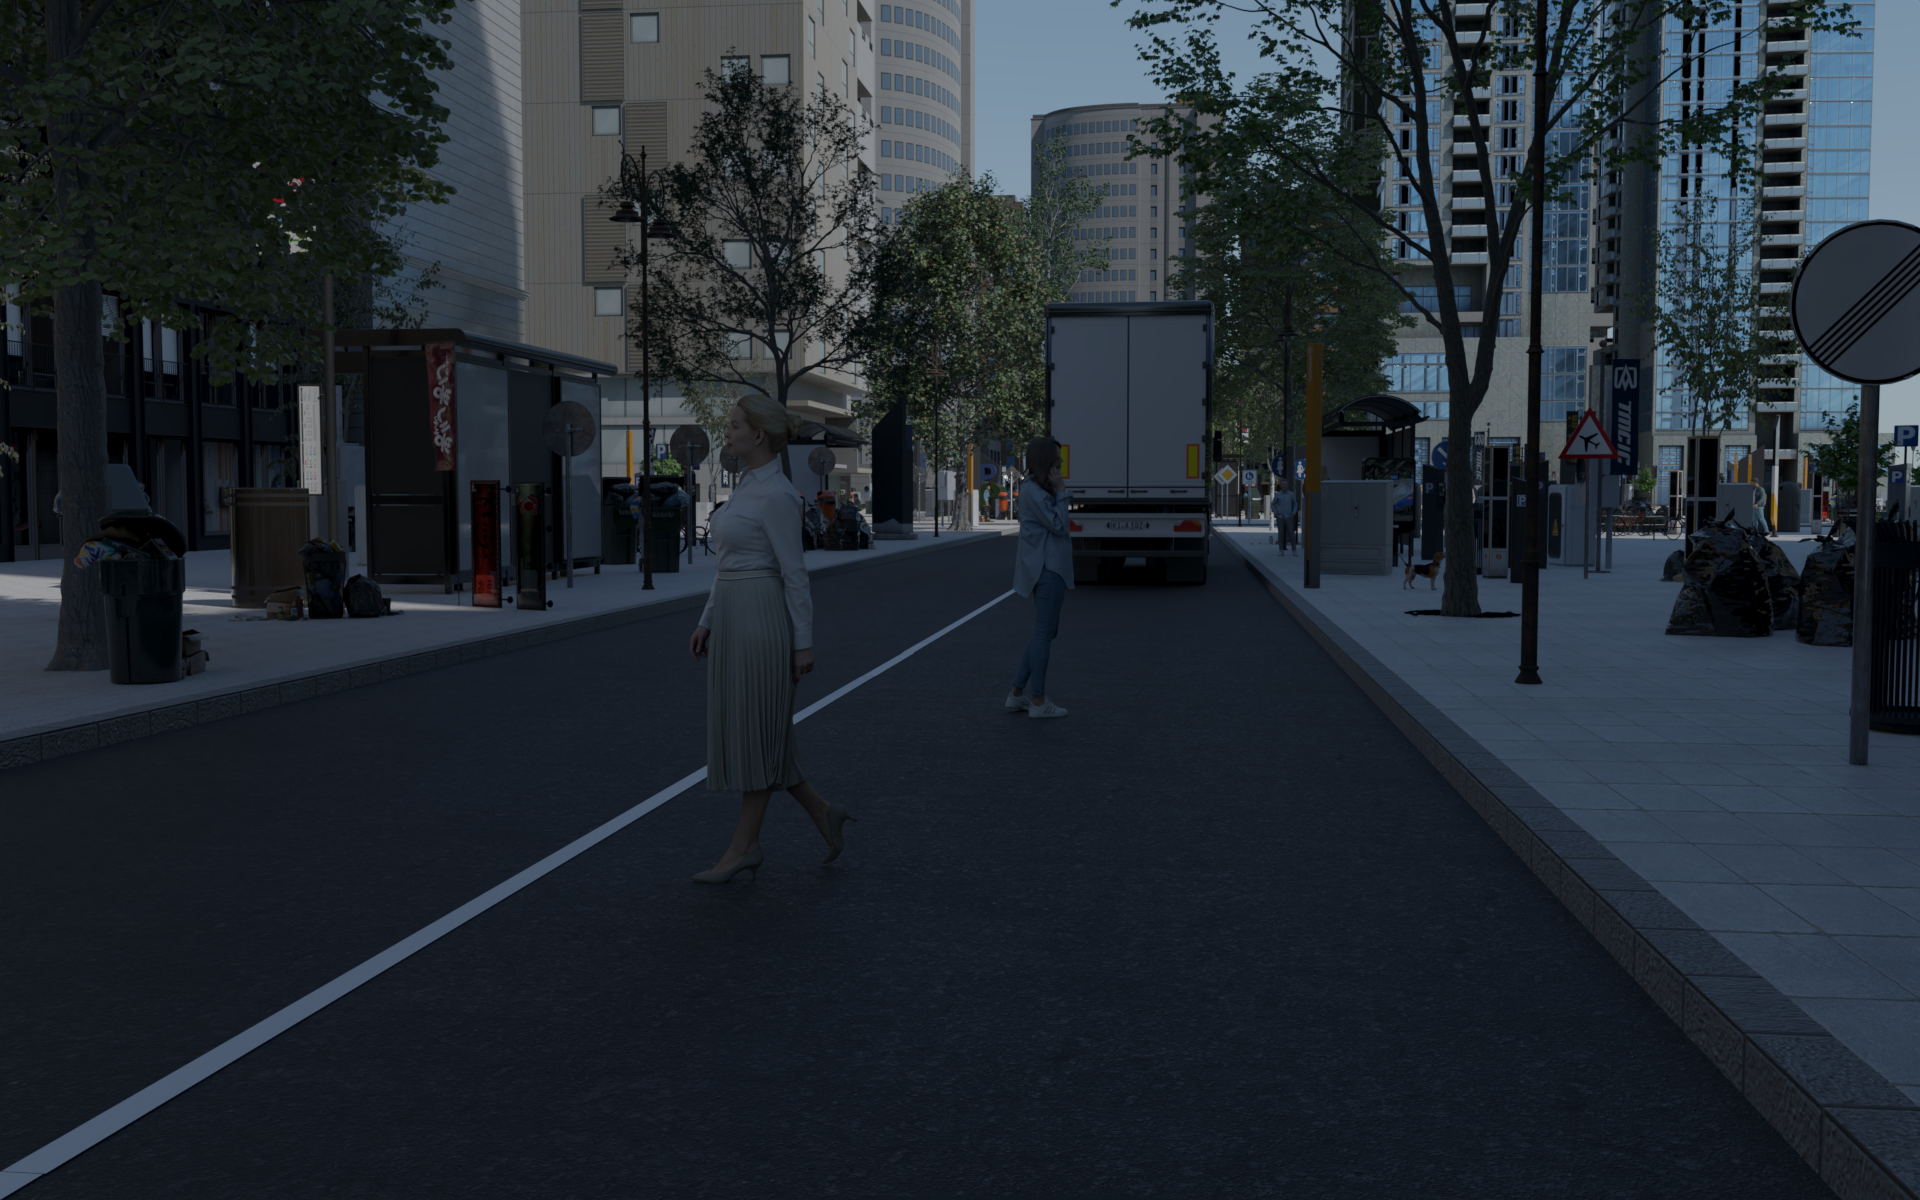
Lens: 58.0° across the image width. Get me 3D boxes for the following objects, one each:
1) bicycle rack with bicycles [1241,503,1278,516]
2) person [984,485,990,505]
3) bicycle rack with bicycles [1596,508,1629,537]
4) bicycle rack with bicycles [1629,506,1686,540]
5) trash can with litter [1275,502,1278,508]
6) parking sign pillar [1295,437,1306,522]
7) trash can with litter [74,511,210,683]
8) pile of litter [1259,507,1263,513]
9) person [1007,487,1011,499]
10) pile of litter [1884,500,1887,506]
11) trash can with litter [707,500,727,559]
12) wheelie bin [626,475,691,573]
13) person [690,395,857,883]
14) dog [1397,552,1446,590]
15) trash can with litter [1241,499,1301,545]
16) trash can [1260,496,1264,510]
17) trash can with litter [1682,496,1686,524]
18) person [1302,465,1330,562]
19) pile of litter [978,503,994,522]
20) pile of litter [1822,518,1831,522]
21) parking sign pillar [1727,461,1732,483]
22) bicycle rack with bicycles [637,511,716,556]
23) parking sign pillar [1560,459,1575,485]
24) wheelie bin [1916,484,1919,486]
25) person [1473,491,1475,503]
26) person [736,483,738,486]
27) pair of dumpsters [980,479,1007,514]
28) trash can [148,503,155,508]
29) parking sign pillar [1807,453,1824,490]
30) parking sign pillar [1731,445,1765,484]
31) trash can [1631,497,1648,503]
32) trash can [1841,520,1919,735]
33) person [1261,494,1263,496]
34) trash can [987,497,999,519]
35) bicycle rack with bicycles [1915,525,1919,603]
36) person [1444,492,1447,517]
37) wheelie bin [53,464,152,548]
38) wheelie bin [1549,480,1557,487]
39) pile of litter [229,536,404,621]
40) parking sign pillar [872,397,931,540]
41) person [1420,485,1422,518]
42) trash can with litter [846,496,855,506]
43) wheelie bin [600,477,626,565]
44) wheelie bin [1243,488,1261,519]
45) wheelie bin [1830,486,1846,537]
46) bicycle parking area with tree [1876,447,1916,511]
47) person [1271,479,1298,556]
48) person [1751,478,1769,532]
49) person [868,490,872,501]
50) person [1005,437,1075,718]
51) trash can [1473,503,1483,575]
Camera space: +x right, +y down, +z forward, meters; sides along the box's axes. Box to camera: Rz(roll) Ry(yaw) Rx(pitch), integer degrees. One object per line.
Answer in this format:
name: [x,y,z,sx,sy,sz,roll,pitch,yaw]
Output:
bicycle rack with bicycles: [17.656,-5.375,101.264,2.925,0.926,2.852,1,4,11]
person: [1.524,-5.685,99.341,0.444,1.785,0.601,3,4,38]
bicycle rack with bicycles: [20.673,-2.454,53.503,2.925,0.926,2.852,-1,4,-13]
bicycle rack with bicycles: [20.699,-2.103,47.772,2.925,0.926,2.852,-2,4,-29]
trash can with litter: [21.480,-6.365,115.448,0.624,1.170,1.055,-2,4,-32]
parking sign pillar: [15.307,-5.522,78.764,1.447,3.967,1.447,-3,5,-42]
trash can with litter: [-5.637,-0.039,12.030,0.624,1.170,1.055,0,4,-7]
pile of litter: [20.467,-6.486,120.012,1.719,0.858,1.176,3,5,41]
person: [3.586,-7.415,127.290,0.620,1.820,0.660,2,4,25]
pile of litter: [68.343,-6.930,127.266,1.176,0.858,1.719,-1,4,-17]
trash can with litter: [-4.084,-1.172,30.554,0.624,1.170,1.055,0,4,0]
wheelie bin: [-4.874,-1.248,28.317,0.980,1.594,0.693,-1,4,-19]
person: [-0.698,0.137,6.487,0.641,1.798,0.478,-1,4,-16]
dog: [6.215,-0.395,23.294,0.540,0.507,0.406,-1,4,-9]
trash can with litter: [8.494,-1.993,43.638,1.678,1.210,2.233,-2,4,-27]
trash can: [21.788,-6.991,125.957,0.748,1.137,0.748,0,3,0]
trash can with litter: [31.031,-3.921,75.169,2.233,1.210,1.678,0,4,0]
person: [6.725,-1.630,32.669,0.580,1.828,0.573,1,4,19]
pile of litter: [0.966,-4.014,79.596,1.176,0.858,1.719,0,4,-5]
pile of litter: [39.106,-3.995,79.276,1.176,0.858,1.719,0,4,-2]
parking sign pillar: [62.308,-9.219,139.194,1.447,3.967,1.447,-1,4,-14]
bicycle rack with bicycles: [-6.536,-1.370,35.783,2.925,0.926,2.852,1,4,23]
parking sign pillar: [29.570,-5.802,83.335,1.447,3.967,1.447,3,4,39]
wheelie bin: [32.285,-3.046,57.703,0.980,1.594,0.693,0,4,-7]
person: [16.356,-3.040,56.026,0.678,1.792,0.850,3,4,39]
person: [-12.219,-5.550,96.148,0.648,1.900,0.474,1,4,13]
pair of dumpsters: [1.983,-6.432,107.661,1.574,2.255,4.437,0,4,7]
trash can: [-63.820,-7.623,136.287,0.748,1.137,0.748,0,3,0]
parking sign pillar: [55.135,-7.534,111.655,1.447,3.967,1.447,-2,4,-34]
parking sign pillar: [43.166,-6.491,94.595,1.447,3.967,1.447,1,4,17]
trash can: [31.178,-4.152,79.543,0.748,1.137,0.748,0,3,0]
trash can: [5.185,0.138,9.398,0.748,1.137,0.748,0,3,0]
person: [33.420,-11.499,194.060,0.705,1.823,1.348,-3,5,-44]
trash can: [1.754,-4.748,89.282,0.748,1.137,0.748,0,3,0]
bicycle rack with bicycles: [12.006,-0.403,19.978,2.925,0.926,2.852,-1,4,-18]
person: [10.936,-1.966,38.197,0.555,1.821,0.388,-1,4,-17]
wheelie bin: [-8.909,-0.615,17.959,0.693,1.594,0.980,2,4,29]
wheelie bin: [13.468,-1.945,39.709,0.693,1.594,0.980,-1,4,-12]
pile of litter: [-6.712,-0.250,18.059,1.719,0.858,1.176,-1,4,-16]
parking sign pillar: [-1.900,-3.678,48.611,1.447,3.967,1.447,-3,5,-44]
person: [24.187,-5.175,91.014,0.624,1.780,0.694,-1,4,-16]
trash can with litter: [-6.867,-5.687,104.373,1.055,1.170,0.624,0,4,8]
wheelie bin: [-6.235,-1.450,31.613,0.693,1.594,0.980,3,5,43]
wheelie bin: [14.774,-4.886,87.787,0.980,1.594,0.693,-2,4,-31]
wheelie bin: [26.262,-2.647,51.184,0.980,1.594,0.693,0,4,2]
bicycle parking area with tree: [55.140,-6.722,96.912,8.231,4.147,9.016,0,4,-6]
person: [6.722,-1.715,35.890,0.589,1.601,0.330,1,4,19]
person: [24.478,-2.861,53.165,0.721,1.781,0.623,-1,4,-19]
person: [-5.715,-6.630,114.464,0.660,1.820,0.620,-1,4,-15]
person: [0.511,-0.146,11.152,0.793,1.790,0.793,-2,4,-32]
trash can: [8.255,-0.980,27.671,0.748,1.137,0.748,0,3,0]
